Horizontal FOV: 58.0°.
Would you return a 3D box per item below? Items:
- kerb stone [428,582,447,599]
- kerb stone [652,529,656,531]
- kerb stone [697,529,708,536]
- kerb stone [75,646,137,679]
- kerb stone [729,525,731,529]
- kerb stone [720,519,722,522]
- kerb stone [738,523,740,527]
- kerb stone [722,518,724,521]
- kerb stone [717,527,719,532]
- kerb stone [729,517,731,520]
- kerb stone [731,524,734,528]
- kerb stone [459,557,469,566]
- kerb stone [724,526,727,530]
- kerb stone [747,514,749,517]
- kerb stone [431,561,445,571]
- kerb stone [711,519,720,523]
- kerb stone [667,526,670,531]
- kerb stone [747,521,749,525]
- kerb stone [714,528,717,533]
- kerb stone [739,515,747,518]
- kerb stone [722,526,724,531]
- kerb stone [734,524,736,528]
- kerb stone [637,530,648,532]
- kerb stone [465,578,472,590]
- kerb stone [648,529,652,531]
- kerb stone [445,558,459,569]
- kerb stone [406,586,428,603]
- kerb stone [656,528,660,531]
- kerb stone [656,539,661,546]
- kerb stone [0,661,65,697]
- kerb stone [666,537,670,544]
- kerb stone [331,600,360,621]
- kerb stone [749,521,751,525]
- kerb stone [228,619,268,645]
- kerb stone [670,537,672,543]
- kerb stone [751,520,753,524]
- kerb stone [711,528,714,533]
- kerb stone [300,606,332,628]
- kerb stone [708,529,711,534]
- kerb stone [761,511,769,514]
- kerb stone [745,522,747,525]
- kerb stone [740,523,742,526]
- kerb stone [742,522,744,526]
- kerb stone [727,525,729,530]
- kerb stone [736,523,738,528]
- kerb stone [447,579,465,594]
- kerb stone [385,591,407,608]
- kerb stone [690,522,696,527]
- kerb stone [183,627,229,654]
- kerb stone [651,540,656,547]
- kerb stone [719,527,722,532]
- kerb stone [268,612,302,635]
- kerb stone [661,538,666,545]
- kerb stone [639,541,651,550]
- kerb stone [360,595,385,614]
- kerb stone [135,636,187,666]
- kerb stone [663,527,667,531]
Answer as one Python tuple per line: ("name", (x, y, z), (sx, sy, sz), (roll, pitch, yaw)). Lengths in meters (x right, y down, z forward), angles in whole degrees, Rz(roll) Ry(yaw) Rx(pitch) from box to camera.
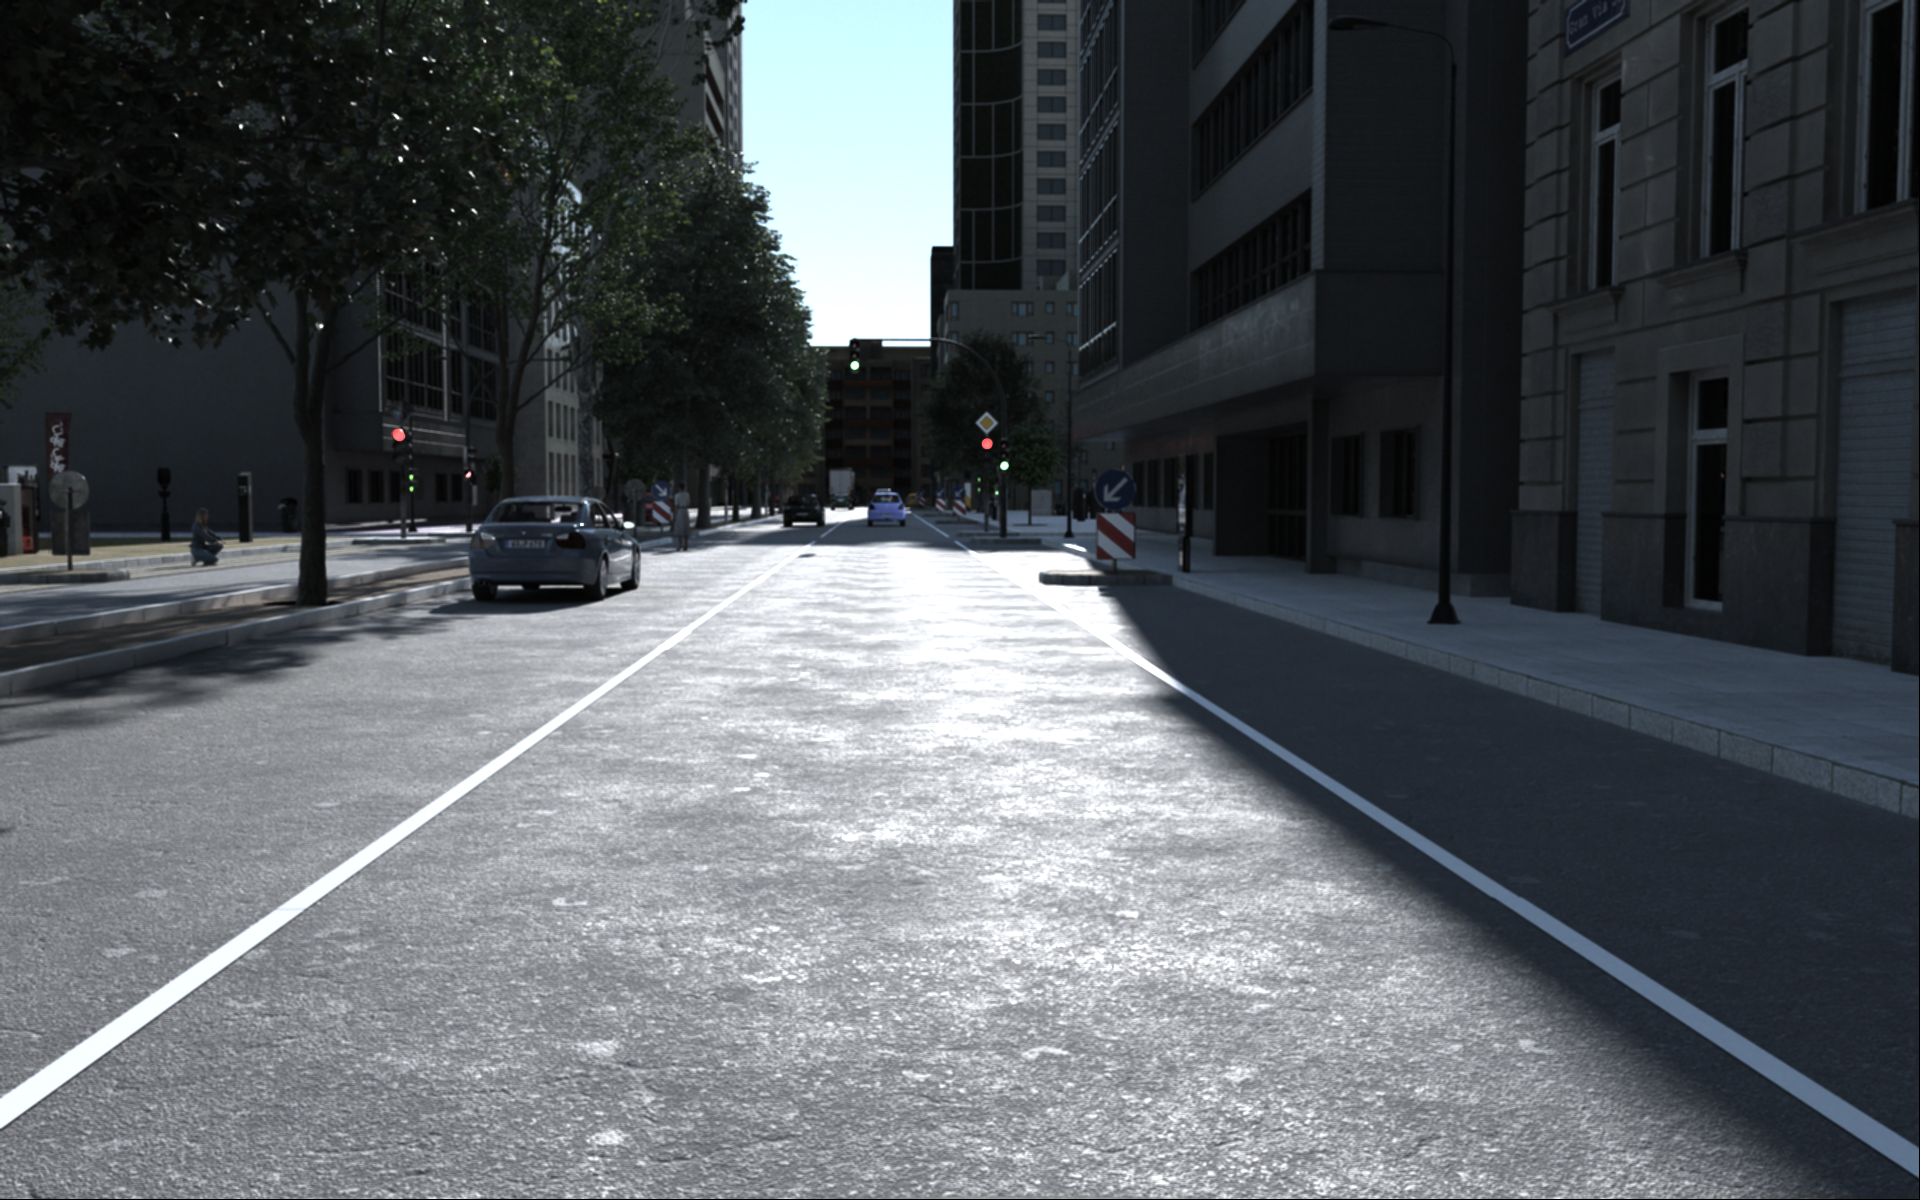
("kerb stone", (-7.366, -0.117, 24.116), (0.120, 0.150, 1.000), (0, 4, -3))
("kerb stone", (-11.185, -2.460, 62.526), (0.120, 0.150, 1.000), (0, 4, -3))
("kerb stone", (-8.996, -2.347, 60.575), (0.120, 0.150, 1.000), (0, 4, -3))
("kerb stone", (-6.898, 0.508, 13.884), (0.120, 0.150, 1.000), (0, 4, -3))
("kerb stone", (-9.416, -2.911, 69.794), (0.120, 0.150, 1.000), (0, 4, -3))
("kerb stone", (-12.344, -4.034, 88.159), (0.120, 0.150, 1.000), (0, 4, -3))
("kerb stone", (-9.604, -3.161, 73.883), (0.120, 0.150, 1.000), (0, 4, -3))
("kerb stone", (-12.386, -4.097, 89.184), (0.120, 0.150, 1.000), (0, 4, -3))
("kerb stone", (-9.186, -2.598, 64.673), (0.120, 0.150, 1.000), (0, 4, -3))
("kerb stone", (-12.580, -4.345, 93.283), (0.120, 0.150, 1.000), (0, 4, -3))
("kerb stone", (-9.464, -2.974, 70.816), (0.120, 0.150, 1.000), (0, 4, -3))
("kerb stone", (-9.922, -0.742, 34.327), (0.120, 0.150, 1.000), (0, 4, -3))
("kerb stone", (-9.330, -2.785, 67.736), (0.120, 0.150, 1.000), (0, 4, -3))
("kerb stone", (-13.129, -5.099, 105.567), (0.120, 0.150, 1.000), (0, 4, -3))
("kerb stone", (-9.830, -0.616, 32.285), (0.120, 0.150, 1.000), (0, 4, -3))
("kerb stone", (-12.301, -3.966, 87.136), (0.120, 0.150, 1.000), (0, 4, -3))
("kerb stone", (-11.381, -2.717, 66.637), (0.120, 0.150, 1.000), (0, 4, -3))
("kerb stone", (-9.842, -3.471, 78.996), (0.120, 0.150, 1.000), (0, 4, -3))
("kerb stone", (-9.147, -2.535, 63.648), (0.120, 0.150, 1.000), (0, 4, -3))
("kerb stone", (-13.093, -5.037, 104.545), (0.120, 0.150, 1.000), (0, 4, -3))
("kerb stone", (-9.283, -2.723, 66.715), (0.120, 0.150, 1.000), (0, 4, -3))
("kerb stone", (-9.518, -3.036, 71.840), (0.120, 0.150, 1.000), (0, 4, -3))
("kerb stone", (-11.095, -2.341, 60.471), (0.120, 0.150, 1.000), (0, 4, -3))
("kerb stone", (-7.457, -0.243, 26.169), (0.120, 0.150, 1.000), (0, 4, -3))
("kerb stone", (-11.149, -2.404, 61.501), (0.120, 0.150, 1.000), (0, 4, -3))
("kerb stone", (-9.871, -0.680, 33.307), (0.120, 0.150, 1.000), (0, 4, -3))
("kerb stone", (-7.316, -0.055, 23.094), (0.120, 0.150, 1.000), (0, 4, -3))
("kerb stone", (-11.239, -2.530, 63.553), (0.120, 0.150, 1.000), (0, 4, -3))
("kerb stone", (-8.426, -1.557, 47.662), (0.120, 0.150, 1.000), (0, 4, -3))
("kerb stone", (-6.855, 0.571, 12.863), (0.120, 0.150, 1.000), (0, 4, -3))
("kerb stone", (-8.518, -1.677, 49.704), (0.120, 0.150, 1.000), (0, 4, -3))
("kerb stone", (-7.182, 0.133, 20.025), (0.120, 0.150, 1.000), (0, 4, -3))
("kerb stone", (-9.878, -3.536, 80.025), (0.120, 0.150, 1.000), (0, 4, -3))
("kerb stone", (-7.036, 0.321, 16.954), (0.120, 0.150, 1.000), (0, 4, -3))
("kerb stone", (-8.554, -1.745, 50.725), (0.120, 0.150, 1.000), (0, 4, -3))
("kerb stone", (-9.922, -3.594, 81.046), (0.120, 0.150, 1.000), (0, 4, -3))
("kerb stone", (-9.098, -2.472, 62.617), (0.120, 0.150, 1.000), (0, 4, -3))
("kerb stone", (-7.135, 0.196, 18.998), (0.120, 0.150, 1.000), (0, 4, -3))
("kerb stone", (-9.047, -2.405, 61.596), (0.120, 0.150, 1.000), (0, 4, -3))
("kerb stone", (-13.962, -6.228, 124.025), (0.120, 0.150, 1.000), (0, 4, -3))
("kerb stone", (-9.785, -3.408, 77.975), (0.120, 0.150, 1.000), (0, 4, -3))
("kerb stone", (-9.649, -3.224, 74.905), (0.120, 0.150, 1.000), (0, 4, -3))
("kerb stone", (-9.690, -3.287, 75.932), (0.120, 0.150, 1.000), (0, 4, -3))
("kerb stone", (-9.369, -2.849, 68.769), (0.120, 0.150, 1.000), (0, 4, -3))
("kerb stone", (-9.548, -3.097, 72.863), (0.120, 0.150, 1.000), (0, 4, -3))
("kerb stone", (-7.408, -0.180, 25.139), (0.120, 0.150, 1.000), (0, 4, -3))
("kerb stone", (-7.275, 0.010, 22.069), (0.120, 0.150, 1.000), (0, 4, -3))
("kerb stone", (-11.839, -3.345, 76.885), (0.120, 0.150, 1.000), (0, 4, -3))
("kerb stone", (-6.999, 0.383, 15.933), (0.120, 0.150, 1.000), (0, 4, -3))
("kerb stone", (-8.376, -1.495, 46.640), (0.120, 0.150, 1.000), (0, 4, -3))
("kerb stone", (-9.234, -2.660, 65.694), (0.120, 0.150, 1.000), (0, 4, -3))
("kerb stone", (-7.086, 0.261, 17.975), (0.120, 0.150, 1.000), (0, 4, -3))
("kerb stone", (-8.460, -1.620, 48.683), (0.120, 0.150, 1.000), (0, 4, -3))
("kerb stone", (-8.333, -1.429, 45.616), (0.120, 0.150, 1.000), (0, 4, -3))
("kerb stone", (-7.223, 0.070, 21.047), (0.120, 0.150, 1.000), (0, 4, -3))
("kerb stone", (-6.940, 0.450, 14.906), (0.120, 0.150, 1.000), (0, 4, -3))
("kerb stone", (-11.329, -2.656, 65.616), (0.120, 0.150, 1.000), (0, 4, -3))
